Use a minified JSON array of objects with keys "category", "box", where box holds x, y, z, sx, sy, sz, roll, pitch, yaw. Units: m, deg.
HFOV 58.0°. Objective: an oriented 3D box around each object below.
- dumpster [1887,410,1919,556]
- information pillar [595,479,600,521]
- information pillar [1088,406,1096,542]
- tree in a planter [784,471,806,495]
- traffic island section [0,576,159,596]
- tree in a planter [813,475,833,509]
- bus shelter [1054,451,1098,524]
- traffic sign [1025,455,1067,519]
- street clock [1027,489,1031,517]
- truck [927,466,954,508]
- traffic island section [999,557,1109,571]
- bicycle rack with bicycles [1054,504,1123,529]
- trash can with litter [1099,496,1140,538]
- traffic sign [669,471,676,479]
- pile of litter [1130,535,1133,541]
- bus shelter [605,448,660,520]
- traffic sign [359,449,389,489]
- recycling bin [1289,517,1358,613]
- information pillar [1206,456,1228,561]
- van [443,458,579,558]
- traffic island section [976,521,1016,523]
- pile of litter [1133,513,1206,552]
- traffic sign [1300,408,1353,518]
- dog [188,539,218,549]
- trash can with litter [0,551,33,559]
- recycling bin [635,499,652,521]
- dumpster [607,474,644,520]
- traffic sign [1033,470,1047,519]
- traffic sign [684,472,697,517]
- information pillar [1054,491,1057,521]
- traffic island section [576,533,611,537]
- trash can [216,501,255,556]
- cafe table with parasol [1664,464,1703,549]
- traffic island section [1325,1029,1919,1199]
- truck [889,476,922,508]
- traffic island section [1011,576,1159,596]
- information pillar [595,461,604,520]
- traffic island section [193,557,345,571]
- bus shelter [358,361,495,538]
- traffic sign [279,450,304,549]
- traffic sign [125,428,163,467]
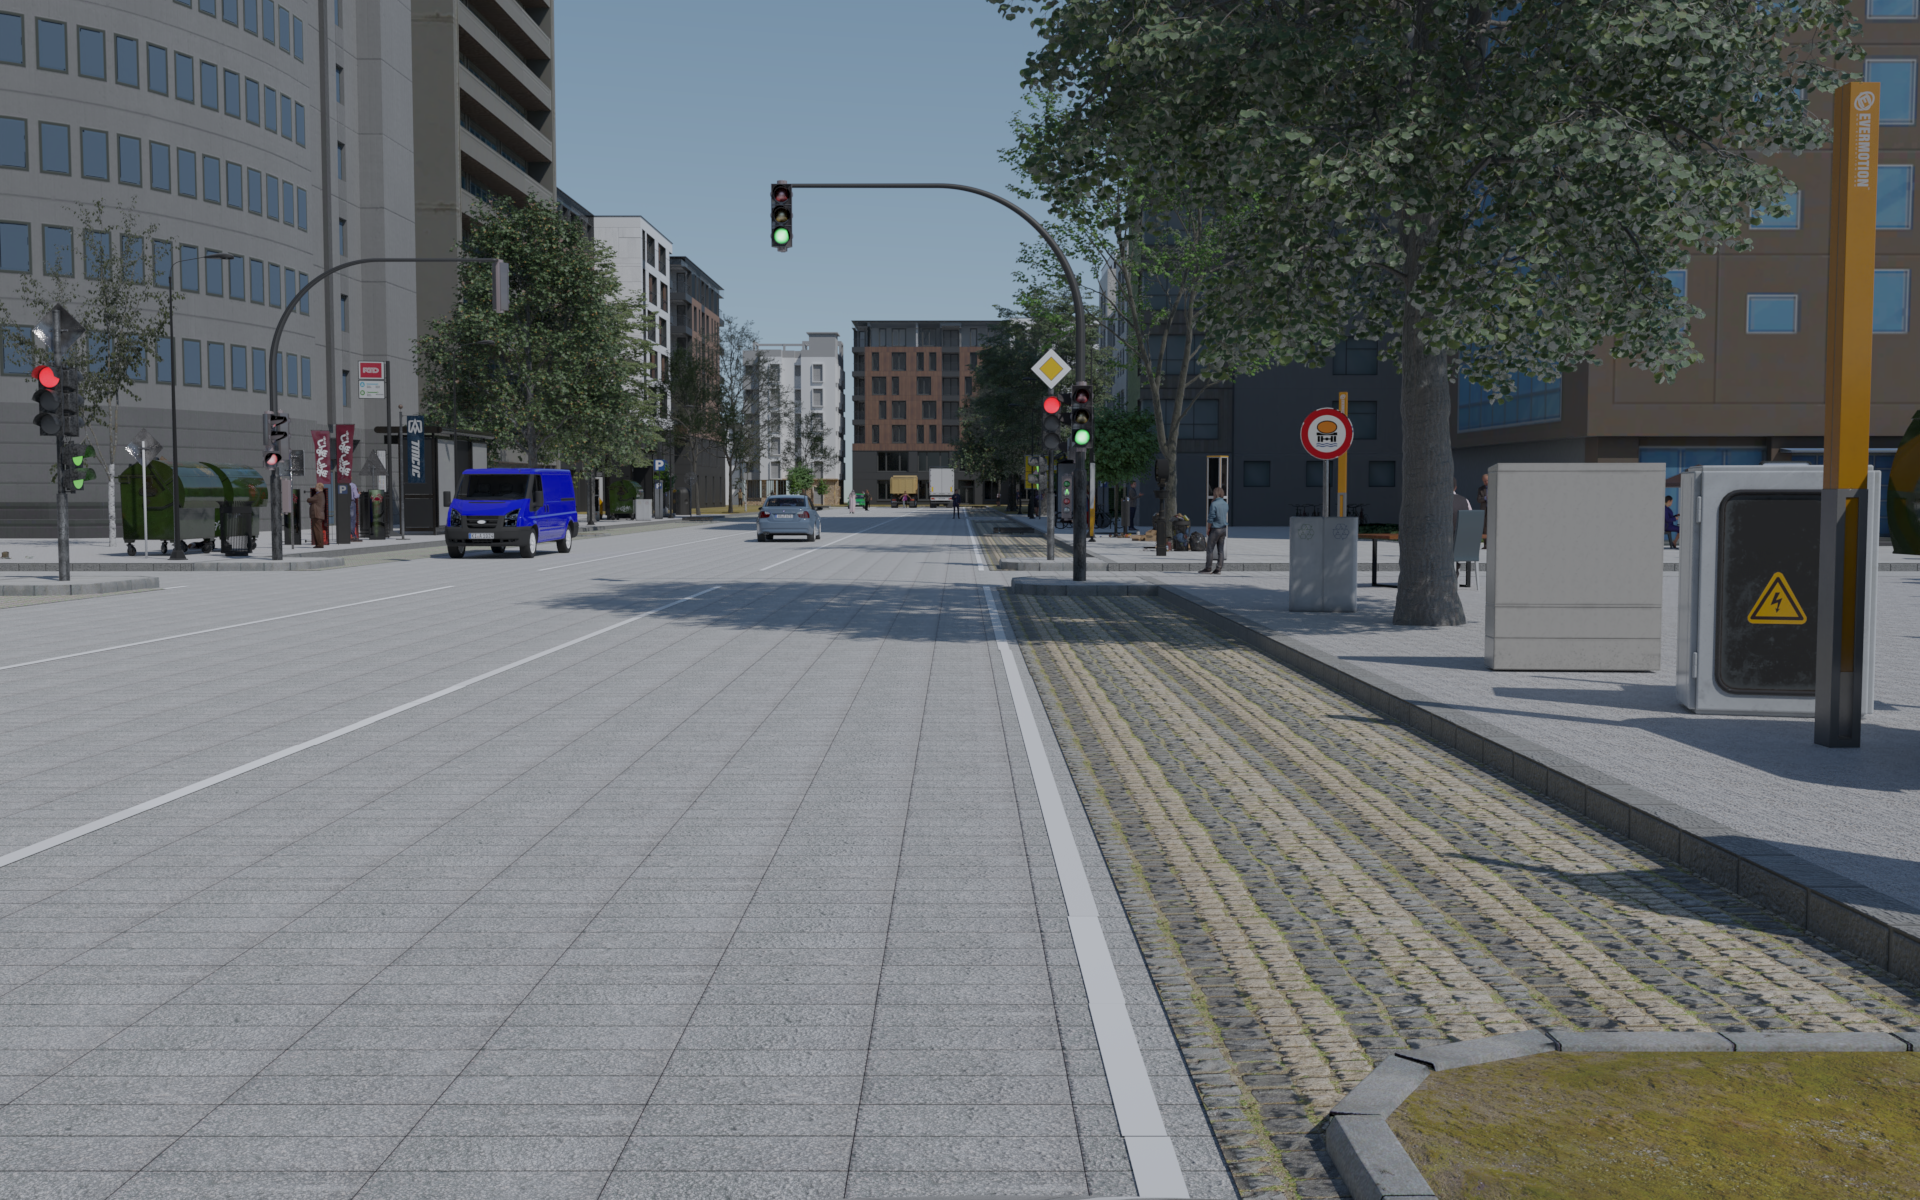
[{"category":"dumpster","box":[5.345,-0.316,7.656,1.502,2.255,1.985,0,3,0]},{"category":"information pillar","box":[-17.272,-4.755,82.237,0.304,2.012,0.304,-1,4,-10]},{"category":"information pillar","box":[3.554,-3.368,46.415,0.183,3.616,0.504,1,4,9]},{"category":"tree in a planter","box":[-12.965,-8.450,135.386,1.991,3.239,1.994,0,3,0]},{"category":"traffic island section","box":[-13.261,-0.204,25.620,2.009,0.180,2.903,0,3,0]},{"category":"tree in a planter","box":[-12.959,-10.098,162.330,1.991,3.239,1.994,0,3,0]},{"category":"bus shelter","box":[5.035,-4.887,73.832,2.014,3.302,5.546,0,4,0]},{"category":"traffic sign","box":[4.500,-5.894,90.237,2.265,3.308,0.079,0,4,2]},{"category":"street clock","box":[3.872,-5.585,95.884,0.358,2.002,0.471,3,5,39]},{"category":"truck","box":[-1.959,-11.671,179.726,2.839,4.237,11.283,0,4,-1]},{"category":"traffic island section","box":[1.779,-0.692,33.603,2.009,0.180,2.903,0,3,0]},{"category":"bicycle rack with bicycles","box":[4.755,-3.124,64.461,2.925,0.926,2.852,0,4,-4]},{"category":"trash can with litter","box":[4.943,-2.450,51.121,1.678,1.210,2.233,0,4,-1]},{"category":"traffic sign","box":[-16.428,-6.007,97.940,0.795,2.593,0.064,0,4,6]},{"category":"pile of litter","box":[5.226,-2.034,47.223,1.176,0.858,1.719,0,4,6]},{"category":"bus shelter","box":[-16.926,-6.019,89.701,1.731,3.624,6.357,0,3,0]},{"category":"traffic sign","box":[-17.004,-3.072,50.233,0.884,2.594,0.081,0,4,1]},{"category":"recycling bin","box":[4.013,-0.401,19.103,0.722,1.027,0.722,1,4,13]},{"category":"information pillar","box":[4.958,-1.768,33.398,0.304,2.012,0.304,3,4,38]},{"category":"van","box":[-10.436,-2.203,40.398,2.240,2.365,5.245,0,4,1]},{"category":"traffic island section","box":[1.767,-3.867,86.087,1.991,0.108,1.994,0,3,0]},{"category":"pile of litter","box":[4.904,-1.529,38.969,1.719,0.858,1.176,1,4,15]},{"category":"traffic sign","box":[5.411,-1.560,25.619,0.768,2.556,0.104,0,4,6]},{"category":"dog","box":[-17.706,-1.379,40.276,0.748,0.427,0.550,1,4,9]},{"category":"trash can with litter","box":[-19.596,-1.418,34.242,2.233,1.210,1.678,0,4,-2]},{"category":"recycling bin","box":[-15.121,-4.298,82.822,0.722,1.027,0.722,0,4,-5]},{"category":"dumpster","box":[-16.466,-5.054,85.126,1.502,2.255,1.985,0,3,0]},{"category":"traffic sign","box":[4.029,-5.343,87.457,0.768,2.556,0.104,1,4,9]},{"category":"traffic sign","box":[-15.387,-6.046,98.958,0.768,2.556,0.104,0,4,1]},{"category":"information pillar","box":[4.369,-4.664,80.747,0.304,2.012,0.304,-1,4,-10]},{"category":"traffic island section","box":[-12.945,-2.196,58.776,1.991,0.108,1.994,0,3,0]},{"category":"trash can","box":[-14.956,-1.476,35.782,0.748,1.137,0.748,0,3,0]},{"category":"cafe table with parasol","box":[17.073,-2.153,40.072,2.610,1.966,2.610,-1,4,-16]},{"category":"traffic island section","box":[1.784,1.192,3.369,1.991,0.108,1.994,0,3,0]},{"category":"truck","box":[-5.762,-11.267,180.143,3.469,3.379,9.791,0,4,0]},{"category":"traffic island section","box":[1.780,-0.204,25.618,2.009,0.180,2.903,0,3,0]},{"category":"information pillar","box":[-17.744,-5.736,85.130,0.183,3.616,0.504,2,4,27]},{"category":"traffic island section","box":[-13.262,-0.693,33.605,2.009,0.180,2.903,0,3,0]},{"category":"bus shelter","box":[-17.003,-4.724,54.875,2.179,5.291,8.768,0,4,0]},{"category":"traffic sign","box":[-15.499,-2.327,40.174,0.606,2.300,0.079,0,4,4]},{"category":"traffic sign","box":[-16.170,-2.117,34.345,0.795,2.593,0.064,0,4,6]}]
